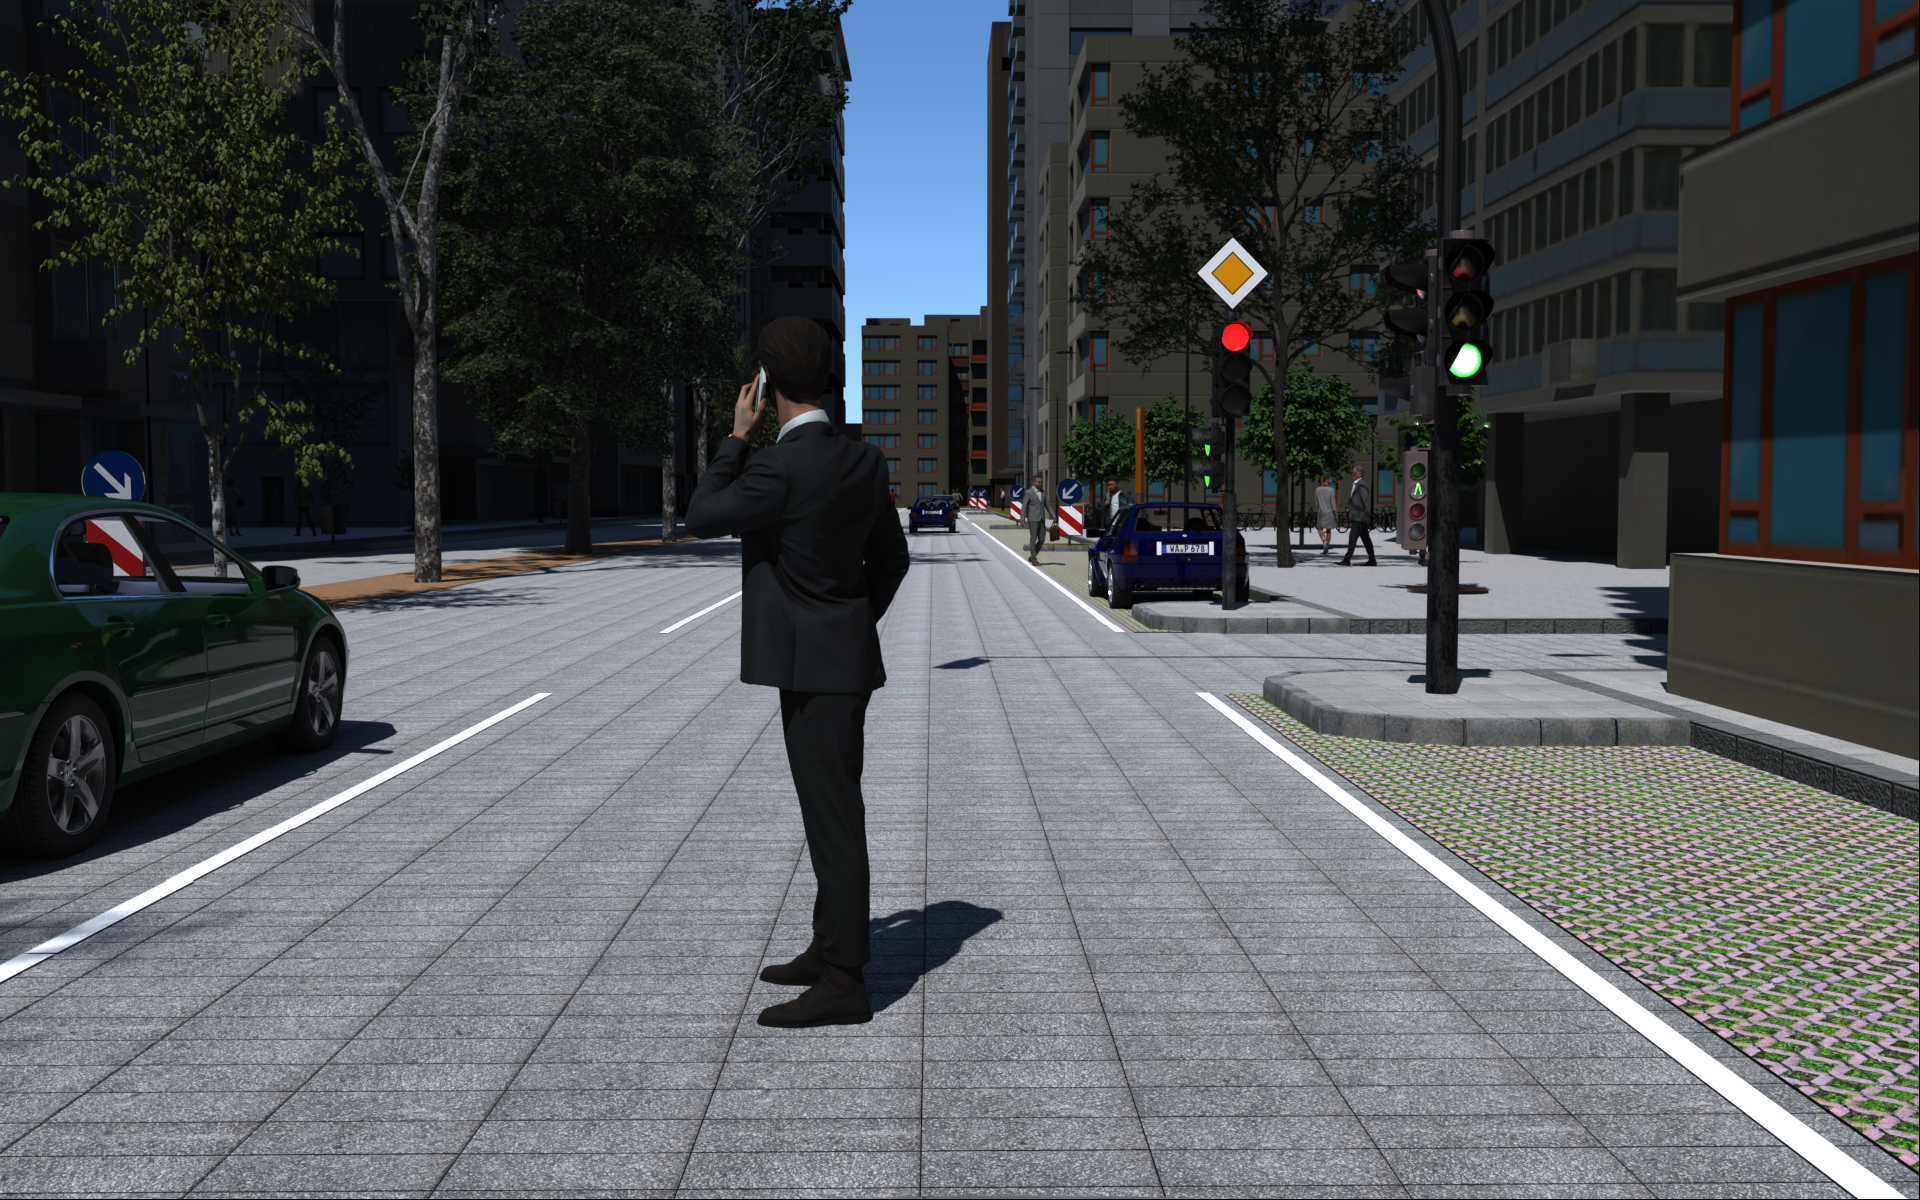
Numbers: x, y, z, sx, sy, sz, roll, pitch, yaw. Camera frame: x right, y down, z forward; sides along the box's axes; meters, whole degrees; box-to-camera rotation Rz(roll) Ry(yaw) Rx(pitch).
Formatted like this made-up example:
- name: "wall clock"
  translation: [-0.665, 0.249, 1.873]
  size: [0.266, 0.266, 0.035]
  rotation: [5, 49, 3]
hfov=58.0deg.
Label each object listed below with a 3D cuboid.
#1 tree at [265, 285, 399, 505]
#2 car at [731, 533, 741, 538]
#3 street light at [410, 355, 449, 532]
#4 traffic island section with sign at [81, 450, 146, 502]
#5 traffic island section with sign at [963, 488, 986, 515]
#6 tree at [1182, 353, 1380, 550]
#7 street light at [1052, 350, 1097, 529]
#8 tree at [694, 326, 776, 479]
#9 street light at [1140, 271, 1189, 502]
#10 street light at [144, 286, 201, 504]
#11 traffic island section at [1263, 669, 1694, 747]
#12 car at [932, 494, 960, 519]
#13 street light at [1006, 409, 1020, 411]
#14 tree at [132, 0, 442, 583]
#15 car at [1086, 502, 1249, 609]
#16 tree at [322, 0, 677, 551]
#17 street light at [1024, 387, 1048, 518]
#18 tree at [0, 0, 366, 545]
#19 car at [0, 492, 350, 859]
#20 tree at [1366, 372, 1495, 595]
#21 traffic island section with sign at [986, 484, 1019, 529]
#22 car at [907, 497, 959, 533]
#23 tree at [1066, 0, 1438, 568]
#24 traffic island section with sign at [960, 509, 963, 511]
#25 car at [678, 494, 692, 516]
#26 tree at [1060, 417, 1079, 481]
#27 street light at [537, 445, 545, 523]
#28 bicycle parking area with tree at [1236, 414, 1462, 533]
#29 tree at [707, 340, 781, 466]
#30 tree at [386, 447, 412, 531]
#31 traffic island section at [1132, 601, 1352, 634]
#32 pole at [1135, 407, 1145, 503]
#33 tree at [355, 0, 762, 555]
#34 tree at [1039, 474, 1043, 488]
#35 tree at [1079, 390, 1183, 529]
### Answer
- name: "tree"
  translation: [-22.493, -6.823, 61.913]
  size: [4.360, 8.622, 3.978]
  rotation: [0, 3, 0]
- name: "car"
  translation: [-6.678, -2.918, 57.939]
  size: [2.015, 1.641, 3.980]
  rotation: [0, 4, -2]
- name: "street light"
  translation: [-17.798, -5.231, 58.073]
  size: [1.470, 5.913, 1.316]
  rotation: [0, 4, -1]
- name: "traffic island section with sign"
  translation: [-8.812, -0.644, 18.670]
  size: [2.006, 1.907, 1.989]
  rotation: [0, 4, -1]
- name: "traffic island section with sign"
  translation: [1.425, -6.909, 121.592]
  size: [1.989, 1.847, 2.006]
  rotation: [0, 4, -1]
- name: "tree"
  translation: [8.038, -3.466, 40.385]
  size: [4.285, 4.588, 4.351]
  rotation: [0, 3, 0]
- name: "street light"
  translation: [3.808, -5.109, 56.080]
  size: [1.470, 5.913, 1.316]
  rotation: [0, 4, -1]
- name: "tree"
  translation: [-9.708, -7.480, 75.114]
  size: [4.360, 8.622, 3.978]
  rotation: [0, 3, 0]
- name: "street light"
  translation: [4.189, -3.885, 36.054]
  size: [1.470, 5.913, 1.316]
  rotation: [0, 4, -1]
- name: "street light"
  translation: [-17.653, -4.055, 38.840]
  size: [1.470, 5.913, 1.316]
  rotation: [0, 4, -1]
- name: "traffic island section"
  translation: [3.121, 0.677, 11.206]
  size: [2.009, 0.180, 2.903]
  rotation: [0, 4, -1]
- name: "car"
  translation: [-1.013, -5.472, 101.475]
  size: [2.014, 1.417, 4.499]
  rotation: [0, 4, -1]
- name: "street light"
  translation: [3.194, -7.443, 94.235]
  size: [1.470, 5.913, 1.316]
  rotation: [0, 4, -1]
- name: "tree"
  translation: [-9.820, -10.389, 28.210]
  size: [12.611, 20.169, 13.585]
  rotation: [0, 3, 0]
- name: "car"
  translation: [2.685, -0.630, 22.888]
  size: [1.945, 1.354, 3.894]
  rotation: [0, 4, -1]
- name: "tree"
  translation: [-9.876, -11.832, 51.796]
  size: [12.611, 20.169, 13.585]
  rotation: [0, 3, 0]
- name: "street light"
  translation: [3.678, -6.276, 75.161]
  size: [1.470, 5.913, 1.316]
  rotation: [0, 4, -1]
- name: "tree"
  translation: [-8.621, -4.098, 19.822]
  size: [4.737, 8.622, 4.395]
  rotation: [0, 3, 0]
- name: "car"
  translation: [-4.424, 0.219, 8.223]
  size: [2.131, 1.459, 4.920]
  rotation: [0, 4, -1]
- name: "tree"
  translation: [6.435, -1.714, 22.621]
  size: [1.663, 3.219, 1.824]
  rotation: [0, 3, 0]
- name: "traffic island section with sign"
  translation: [2.206, -3.799, 70.738]
  size: [1.989, 1.847, 2.006]
  rotation: [0, 4, -1]
- name: "car"
  translation: [-1.013, -3.194, 64.798]
  size: [1.945, 1.354, 3.894]
  rotation: [0, 3, 0]
- name: "tree"
  translation: [5.333, -5.842, 29.925]
  size: [7.601, 10.594, 8.767]
  rotation: [0, 4, 0]
- name: "traffic island section with sign"
  translation: [0.997, -8.609, 149.388]
  size: [1.989, 1.847, 2.006]
  rotation: [0, 4, -1]
- name: "car"
  translation: [-17.119, -6.253, 112.016]
  size: [2.009, 1.686, 4.222]
  rotation: [0, 4, 0]
- name: "tree"
  translation: [5.240, -4.871, 63.361]
  size: [4.285, 4.588, 4.351]
  rotation: [0, 3, 0]
- name: "street light"
  translation: [-18.168, -6.398, 77.148]
  size: [1.470, 5.913, 1.316]
  rotation: [0, 4, -1]
- name: "bicycle parking area with tree"
  translation: [13.009, -4.512, 60.770]
  size: [8.231, 4.147, 9.016]
  rotation: [-2, 4, -33]
- name: "tree"
  translation: [-9.722, -7.796, 80.276]
  size: [4.737, 8.622, 4.395]
  rotation: [0, 3, 0]
- name: "tree"
  translation: [-18.706, -3.994, 59.896]
  size: [1.663, 3.219, 1.824]
  rotation: [0, 3, 0]
- name: "traffic island section"
  translation: [2.998, 0.189, 19.190]
  size: [2.009, 0.180, 2.903]
  rotation: [0, 4, -1]
- name: "pole"
  translation: [4.206, -2.855, 40.521]
  size: [0.158, 3.312, 0.155]
  rotation: [0, 3, 0]
- name: "tree"
  translation: [-9.042, -8.043, 40.614]
  size: [9.857, 13.997, 8.962]
  rotation: [0, 3, 0]
- name: "tree"
  translation: [5.184, -6.235, 96.538]
  size: [1.663, 3.219, 1.824]
  rotation: [0, 3, 0]
- name: "tree"
  translation: [6.656, -4.342, 54.701]
  size: [4.285, 4.588, 4.351]
  rotation: [0, 3, 0]
